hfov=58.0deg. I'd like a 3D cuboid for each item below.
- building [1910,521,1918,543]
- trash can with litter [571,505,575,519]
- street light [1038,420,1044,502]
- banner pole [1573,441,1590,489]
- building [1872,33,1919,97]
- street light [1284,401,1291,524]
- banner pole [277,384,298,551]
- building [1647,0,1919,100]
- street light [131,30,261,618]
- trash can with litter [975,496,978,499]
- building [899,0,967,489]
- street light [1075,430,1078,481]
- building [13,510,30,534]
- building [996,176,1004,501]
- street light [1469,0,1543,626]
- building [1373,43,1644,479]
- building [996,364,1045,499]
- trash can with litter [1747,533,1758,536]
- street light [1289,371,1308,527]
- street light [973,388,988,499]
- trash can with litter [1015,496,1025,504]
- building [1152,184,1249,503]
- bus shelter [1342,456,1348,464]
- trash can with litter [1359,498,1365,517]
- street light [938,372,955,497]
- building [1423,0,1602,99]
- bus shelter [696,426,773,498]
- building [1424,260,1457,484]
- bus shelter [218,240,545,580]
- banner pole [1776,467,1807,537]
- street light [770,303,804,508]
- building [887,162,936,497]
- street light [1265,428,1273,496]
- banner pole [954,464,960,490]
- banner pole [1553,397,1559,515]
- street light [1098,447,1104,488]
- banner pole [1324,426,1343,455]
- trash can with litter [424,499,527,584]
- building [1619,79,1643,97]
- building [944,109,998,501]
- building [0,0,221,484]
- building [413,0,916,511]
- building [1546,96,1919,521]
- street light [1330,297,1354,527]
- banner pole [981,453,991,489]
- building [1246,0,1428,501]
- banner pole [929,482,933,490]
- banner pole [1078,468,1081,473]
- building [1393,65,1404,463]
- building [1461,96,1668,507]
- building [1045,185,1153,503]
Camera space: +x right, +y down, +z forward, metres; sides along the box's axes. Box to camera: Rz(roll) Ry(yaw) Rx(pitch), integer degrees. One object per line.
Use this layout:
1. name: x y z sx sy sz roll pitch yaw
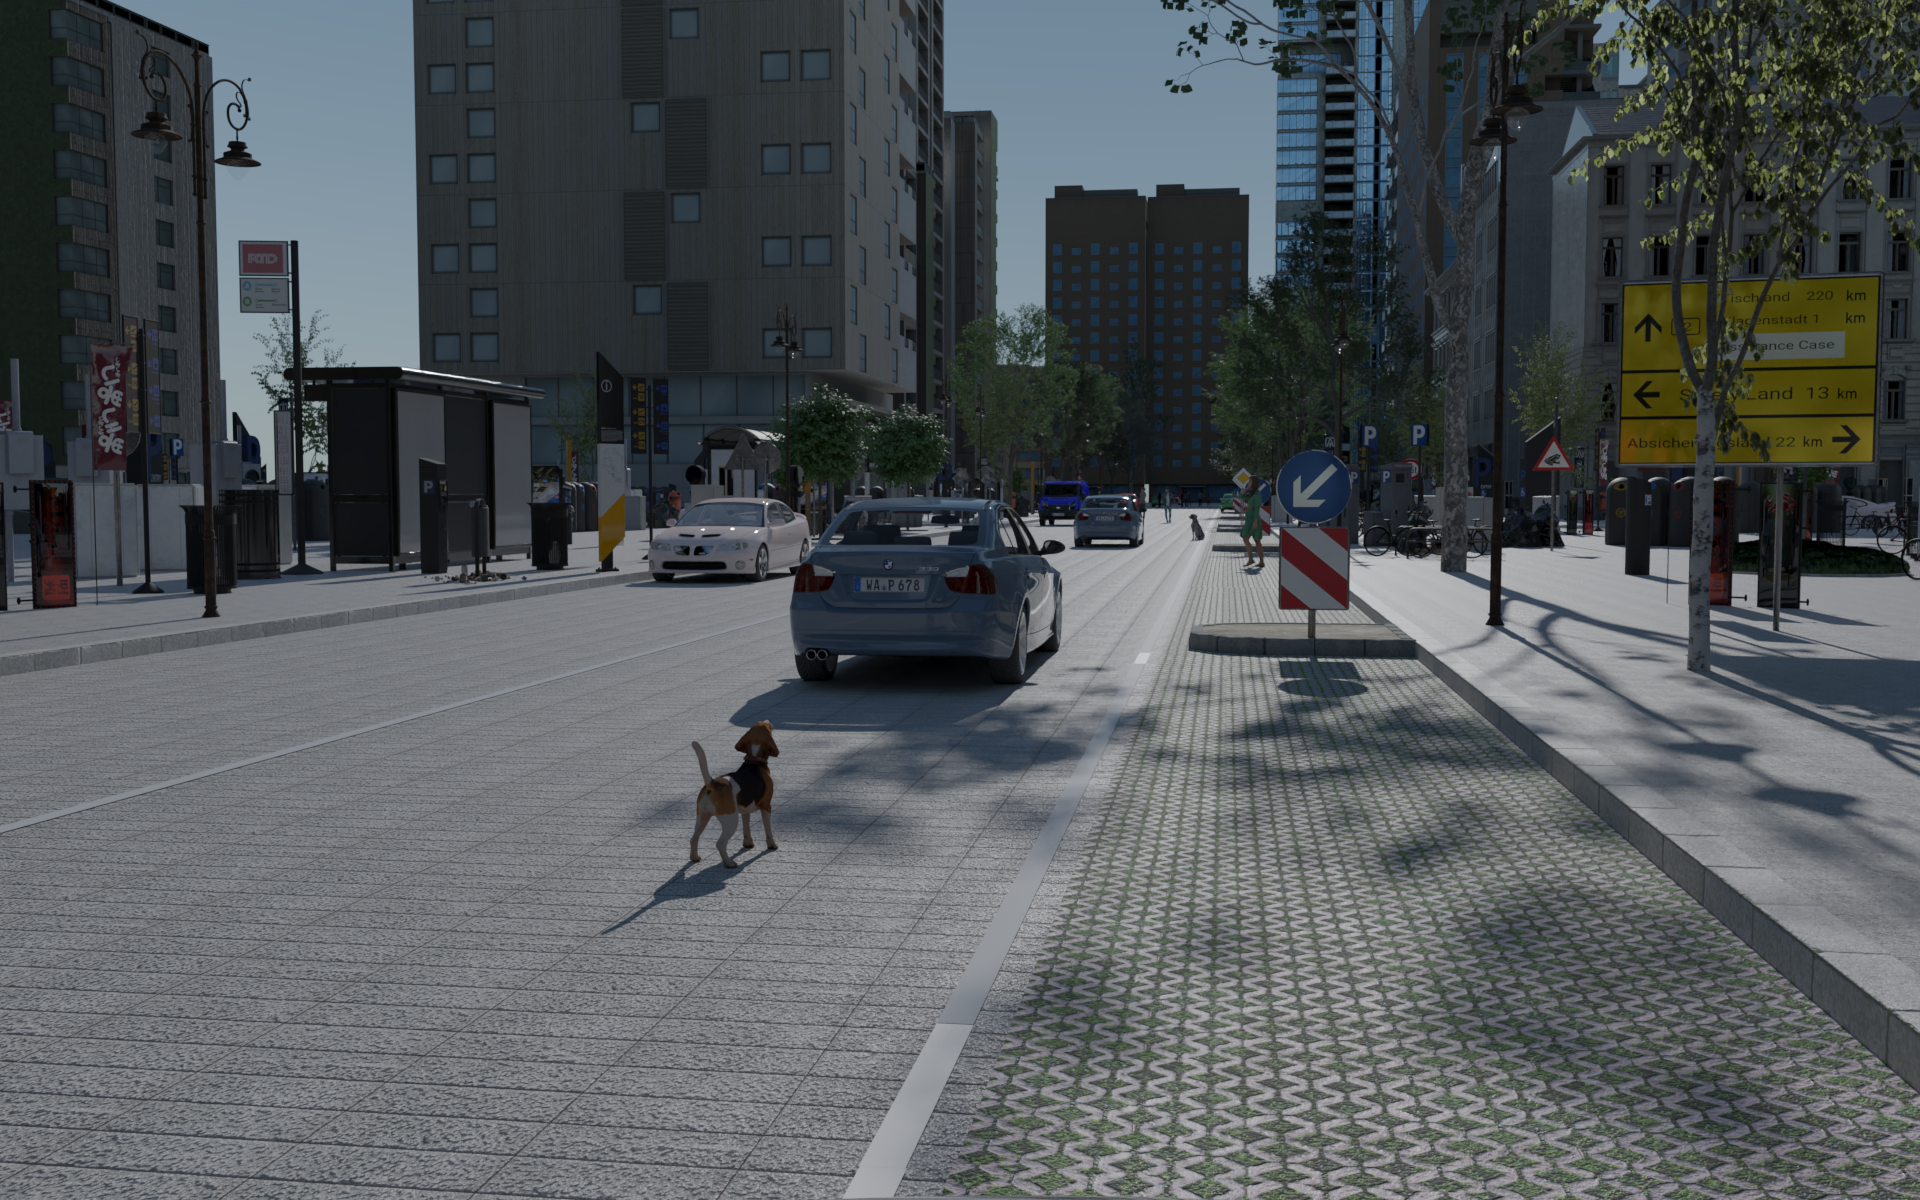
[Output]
1. building: 33.213 -29.985 32.261 21.231 58.520 28.212 1 4 9
2. trash can with litter: -15.731 -3.478 68.250 0.624 1.170 1.055 -3 4 -39
3. street light: 4.643 -7.725 99.085 0.468 5.910 1.993 1 4 9
4. banner pole: 29.395 -5.613 81.789 0.863 3.779 0.401 3 4 36
5. building: 66.465 -17.355 88.262 34.151 26.468 19.350 1 4 9
6. street light: 14.198 -6.243 74.857 0.468 5.910 1.993 1 4 9
7. banner pole: -15.358 -3.032 39.590 0.863 3.779 0.401 3 5 42
8. building: 91.399 -39.525 188.238 28.212 58.520 21.231 1 4 9
9. street light: -7.814 -2.759 17.897 0.468 5.910 1.993 1 4 9
10. trash can with litter: 1.067 -8.089 143.639 0.624 1.170 1.055 -3 5 -42
11. building: -10.125 -44.272 162.091 20.563 71.187 20.611 1 4 9
12. street light: 8.284 -9.206 123.298 0.468 5.910 1.993 1 4 9
13. building: -39.229 -21.422 42.132 23.993 40.220 32.217 1 4 9
14. building: -9.140 -33.574 203.555 28.867 44.769 22.147 1 4 9
15. street light: 5.236 -2.690 16.775 0.468 5.910 1.993 1 4 9
16. building: 58.196 -34.821 188.927 23.786 49.044 30.456 1 4 9
17. building: -0.224 -25.657 264.537 28.899 21.520 27.650 1 4 9
18. trash can with litter: 24.765 -2.553 52.795 1.678 1.210 2.233 2 4 34
19. street light: 12.726 -5.627 64.782 0.468 5.910 1.993 1 4 9
20. street light: 0.897 -6.268 75.269 0.468 5.910 1.993 1 4 9
21. trash can with litter: 3.294 -5.403 99.718 1.055 1.170 0.624 -2 4 -27
22. building: 34.642 -36.830 252.274 14.200 45.320 14.600 1 4 9
23. bus shelter: 22.122 -6.857 103.388 1.731 3.624 6.357 1 4 9
24. trash can with litter: 19.627 -4.452 84.178 1.055 1.170 0.624 0 4 4
25. street light: -0.526 -5.695 65.900 0.468 5.910 1.993 1 4 9
26. building: 47.645 -30.801 153.711 14.600 45.320 14.200 1 4 9
27. bus shelter: -6.489 -3.712 54.612 2.014 3.302 5.546 1 4 9
28. building: 42.928 -18.215 133.976 11.583 22.565 21.152 1 4 9
29. bus shelter: -9.918 -3.203 29.998 2.179 5.291 8.768 1 4 9
30. banner pole: 20.519 -3.213 42.555 0.863 3.779 0.401 2 4 35
31. street light: -4.190 -4.238 42.072 0.468 5.910 1.993 1 4 9
32. building: -10.120 -22.863 145.507 14.160 30.474 14.107 1 4 9
33. street light: 17.805 -7.701 98.694 0.468 5.910 1.993 1 4 9
34. banner pole: -0.258 -9.401 143.718 0.401 3.779 0.863 -3 5 -42
35. banner pole: 15.505 -3.374 45.182 0.401 3.779 0.863 1 4 12
36. street light: 11.944 -10.677 147.348 0.468 5.910 1.993 1 4 9
37. banner pole: 13.703 -4.491 63.444 0.863 3.779 0.401 2 4 27
38. trash can with litter: -7.294 -0.893 25.651 1.678 1.210 2.233 0 4 -4
39. building: 87.930 -43.079 246.338 28.212 58.520 21.231 1 4 9
40. building: -3.949 -30.384 180.370 14.154 41.232 14.086 1 4 9
41. building: -54.420 -20.267 103.073 14.107 30.474 14.160 1 4 9
42. building: -18.050 -32.229 116.177 28.713 52.752 27.495 1 4 9
43. building: 39.798 -14.574 87.438 18.267 20.994 9.793 1 4 9
44. street light: 8.939 -4.153 40.689 0.468 5.910 1.993 1 4 9
45. banner pole: 1.583 -6.845 101.934 0.863 3.779 0.401 -1 4 -19
46. building: 57.401 -57.349 250.331 31.000 86.520 22.319 1 4 9
47. banner pole: -2.118 -8.613 130.832 0.863 3.779 0.401 2 4 25
48. banner pole: 10.082 -9.559 146.302 0.401 3.779 0.863 -1 4 -18
49. building: 49.947 -31.657 167.698 14.600 45.320 14.200 1 4 9
50. building: 40.185 -18.077 113.585 12.078 24.808 19.932 1 4 9
51. building: 20.219 -36.891 253.281 14.200 45.320 14.600 1 4 9
